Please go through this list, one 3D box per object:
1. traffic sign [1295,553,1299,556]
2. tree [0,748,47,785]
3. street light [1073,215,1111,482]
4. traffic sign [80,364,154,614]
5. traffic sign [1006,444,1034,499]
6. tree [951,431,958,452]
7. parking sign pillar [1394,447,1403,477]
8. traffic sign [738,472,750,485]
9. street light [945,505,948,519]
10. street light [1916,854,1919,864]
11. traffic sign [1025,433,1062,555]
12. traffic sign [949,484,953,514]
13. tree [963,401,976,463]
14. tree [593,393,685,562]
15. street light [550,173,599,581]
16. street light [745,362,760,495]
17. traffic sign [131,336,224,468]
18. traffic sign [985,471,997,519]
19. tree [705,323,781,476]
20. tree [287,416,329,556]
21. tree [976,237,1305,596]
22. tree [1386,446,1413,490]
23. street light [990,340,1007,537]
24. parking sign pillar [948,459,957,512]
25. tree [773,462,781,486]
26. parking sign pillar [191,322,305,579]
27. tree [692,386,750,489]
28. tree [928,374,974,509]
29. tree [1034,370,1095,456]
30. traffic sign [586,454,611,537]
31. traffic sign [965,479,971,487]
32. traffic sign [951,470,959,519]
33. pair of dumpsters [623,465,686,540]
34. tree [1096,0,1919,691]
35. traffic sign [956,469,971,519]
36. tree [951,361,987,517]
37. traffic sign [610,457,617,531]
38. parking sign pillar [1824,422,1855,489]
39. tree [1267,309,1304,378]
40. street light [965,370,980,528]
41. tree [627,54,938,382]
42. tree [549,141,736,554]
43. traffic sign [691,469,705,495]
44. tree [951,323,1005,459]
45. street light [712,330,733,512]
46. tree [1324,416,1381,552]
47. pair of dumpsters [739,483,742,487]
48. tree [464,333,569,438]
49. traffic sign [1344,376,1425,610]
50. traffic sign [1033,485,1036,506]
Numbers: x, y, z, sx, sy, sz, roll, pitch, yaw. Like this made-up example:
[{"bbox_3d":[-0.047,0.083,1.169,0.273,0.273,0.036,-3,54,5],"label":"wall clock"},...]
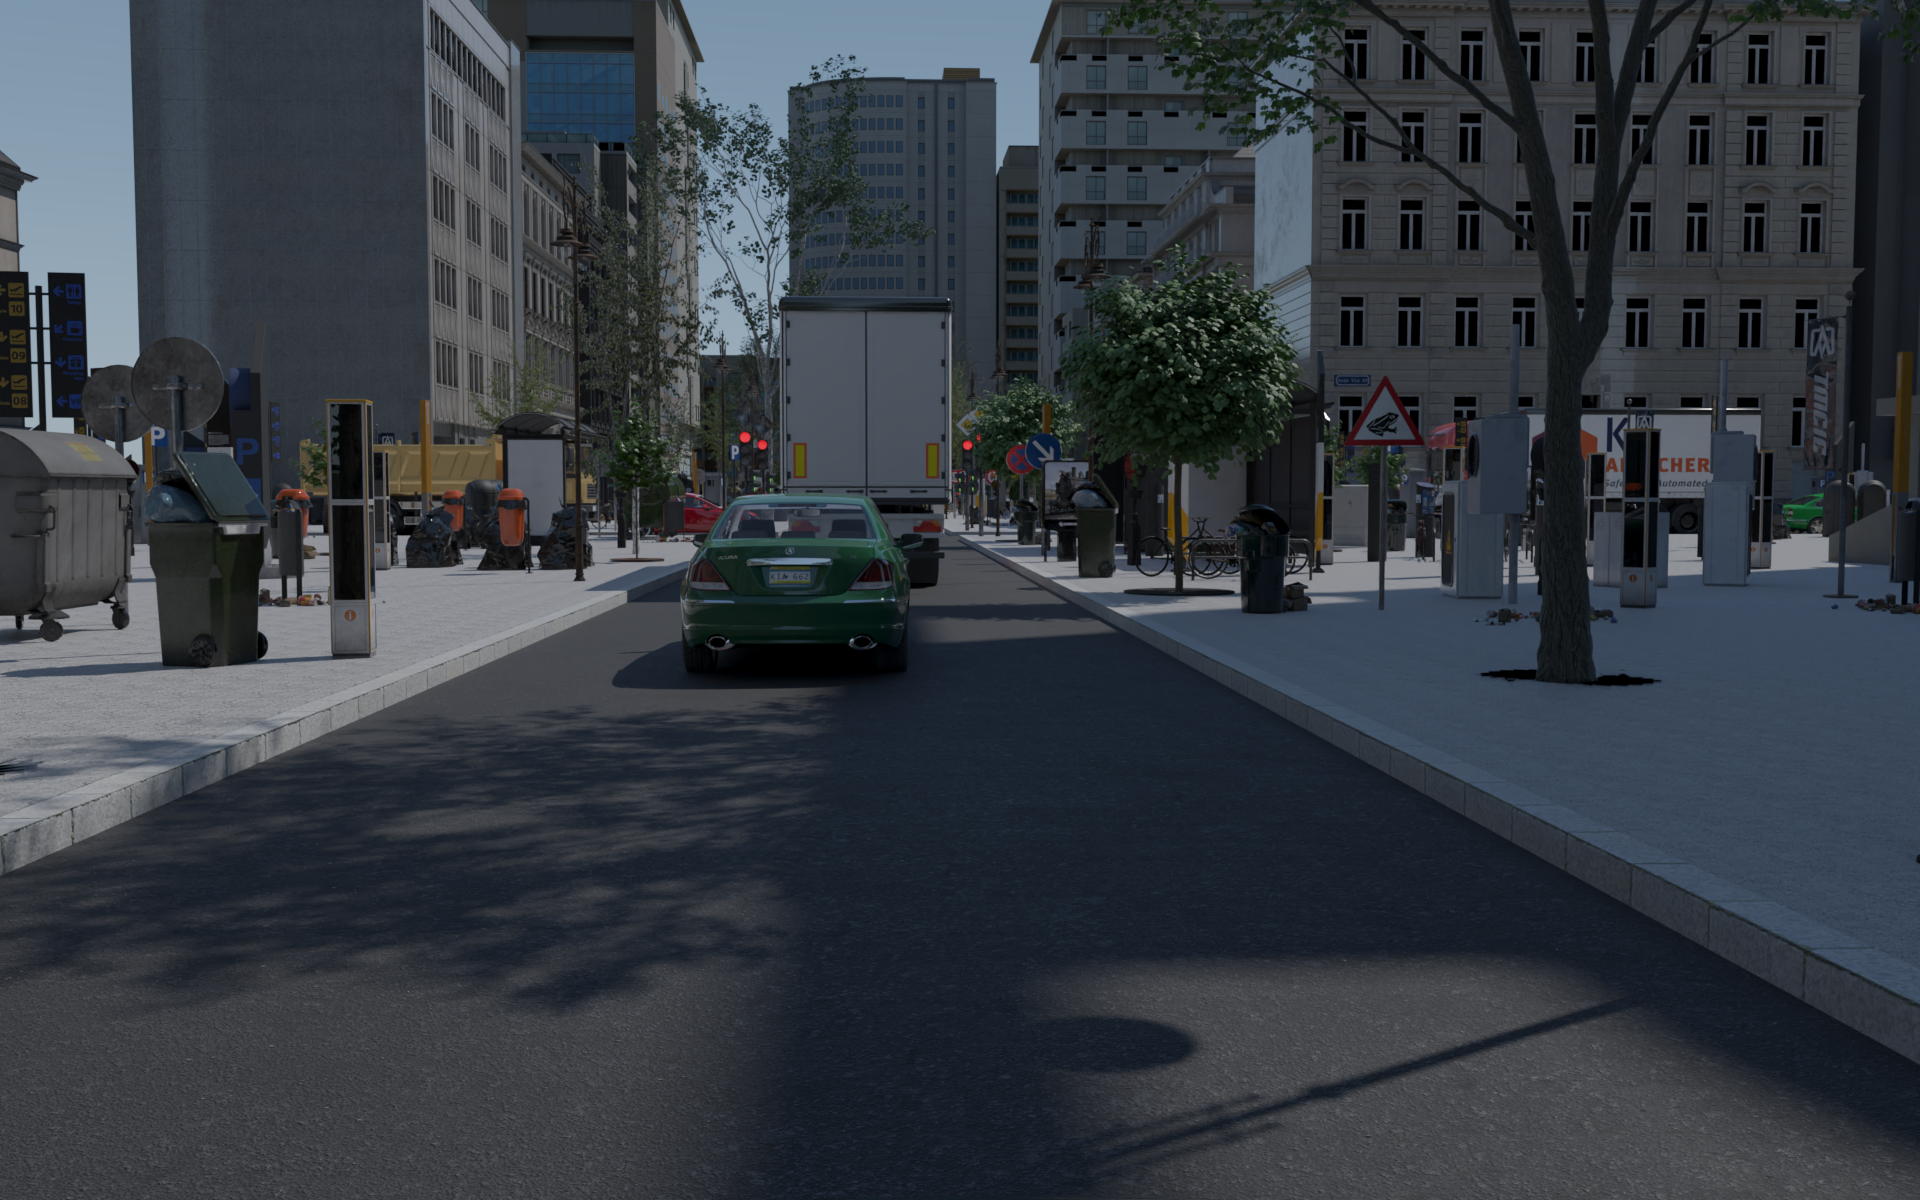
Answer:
[{"bbox_3d":[6.822,-2.131,34.942,0.768,2.556,0.104,0,4,-2],"label":"traffic sign"},{"bbox_3d":[-4.974,-5.002,7.536,9.928,11.665,9.643,0,3,0],"label":"tree"},{"bbox_3d":[2.200,-3.441,29.048,0.468,5.910,1.993,0,4,-3],"label":"street light"},{"bbox_3d":[-8.263,-1.036,17.051,0.768,2.556,0.104,0,4,-1],"label":"traffic sign"},{"bbox_3d":[1.574,-2.713,44.468,0.768,2.556,0.104,0,4,3],"label":"traffic sign"},{"bbox_3d":[-2.265,-11.088,131.658,4.360,8.622,3.978,0,3,0],"label":"tree"},{"bbox_3d":[17.070,-4.936,69.178,1.447,3.967,1.447,-2,4,-32],"label":"parking sign pillar"},{"bbox_3d":[-12.455,-6.109,99.991,0.768,2.556,0.104,0,4,-1],"label":"traffic sign"},{"bbox_3d":[-0.699,-7.084,88.610,0.468,5.910,1.993,0,4,-3],"label":"street light"},{"bbox_3d":[3.418,-2.021,5.825,0.468,5.910,1.993,0,4,-3],"label":"street light"},{"bbox_3d":[1.742,-2.208,36.203,0.768,2.556,0.104,0,4,1],"label":"traffic sign"},{"bbox_3d":[-0.663,-6.836,111.871,0.768,2.556,0.104,0,4,0],"label":"traffic sign"},{"bbox_3d":[1.756,-3.864,46.892,4.285,4.588,4.351,0,3,0],"label":"tree"},{"bbox_3d":[-6.241,-2.337,32.807,1.663,3.219,1.824,0,3,0],"label":"tree"},{"bbox_3d":[-5.607,-3.215,25.353,0.468,5.910,1.993,0,4,-3],"label":"street light"},{"bbox_3d":[-7.291,-5.387,60.864,0.468,5.910,1.993,0,4,-3],"label":"street light"},{"bbox_3d":[-6.332,-0.851,14.020,0.768,2.556,0.104,0,4,3],"label":"traffic sign"},{"bbox_3d":[1.706,-5.493,89.919,0.768,2.556,0.104,0,4,2],"label":"traffic sign"},{"bbox_3d":[-9.642,-9.755,93.905,8.767,10.594,7.601,0,4,-4],"label":"tree"},{"bbox_3d":[-12.973,-2.559,36.442,1.663,3.219,1.824,0,3,0],"label":"tree"},{"bbox_3d":[2.849,-2.366,22.398,4.285,4.588,4.351,0,3,0],"label":"tree"},{"bbox_3d":[10.794,-3.060,44.631,1.663,3.219,1.824,0,3,0],"label":"tree"},{"bbox_3d":[1.147,-4.857,52.196,0.468,5.910,1.993,0,4,-3],"label":"street light"},{"bbox_3d":[-0.930,-8.506,127.550,1.447,3.967,1.447,-2,4,-24],"label":"parking sign pillar"},{"bbox_3d":[-8.963,-5.712,87.996,1.663,3.219,1.824,0,3,0],"label":"tree"},{"bbox_3d":[-10.862,-2.328,26.540,1.447,3.967,1.447,-1,4,-17],"label":"parking sign pillar"},{"bbox_3d":[-16.176,-10.298,118.737,4.737,8.622,4.395,0,3,0],"label":"tree"},{"bbox_3d":[-2.150,-13.636,141.070,7.486,12.596,7.792,0,3,0],"label":"tree"},{"bbox_3d":[5.535,-9.316,102.685,4.360,8.622,3.978,0,3,0],"label":"tree"},{"bbox_3d":[-10.840,-3.173,51.986,0.768,2.556,0.104,0,4,-2],"label":"traffic sign"},{"bbox_3d":[0.625,-8.070,132.048,0.768,2.556,0.104,0,4,3],"label":"traffic sign"},{"bbox_3d":[-0.264,-5.540,90.692,0.768,2.556,0.104,0,4,5],"label":"traffic sign"},{"bbox_3d":[-8.993,-2.940,50.557,1.574,2.255,4.437,0,4,-3],"label":"pair of dumpsters"},{"bbox_3d":[4.223,-5.257,11.709,9.928,11.665,9.643,0,3,0],"label":"tree"},{"bbox_3d":[0.178,-5.356,87.673,0.768,2.556,0.104,0,4,3],"label":"traffic sign"},{"bbox_3d":[-0.150,-8.842,94.929,4.737,8.622,4.395,0,3,0],"label":"tree"},{"bbox_3d":[-11.871,-3.639,59.610,0.768,2.556,0.104,0,4,-2],"label":"traffic sign"},{"bbox_3d":[32.607,-4.635,64.255,1.447,3.967,1.447,-3,4,-37],"label":"parking sign pillar"},{"bbox_3d":[11.469,-7.213,68.289,4.737,8.622,4.395,0,3,0],"label":"tree"},{"bbox_3d":[0.454,-5.627,64.787,0.468,5.910,1.993,0,4,-3],"label":"street light"},{"bbox_3d":[-6.742,-13.306,73.449,12.611,20.169,13.585,0,3,0],"label":"tree"},{"bbox_3d":[-6.903,-5.297,36.965,4.360,8.622,3.978,0,3,0],"label":"tree"},{"bbox_3d":[-13.110,-5.308,86.890,0.768,2.556,0.104,0,4,-1],"label":"traffic sign"},{"bbox_3d":[-1.763,-12.851,120.485,12.009,13.543,11.850,0,3,0],"label":"tree"},{"bbox_3d":[-6.690,-4.660,48.978,0.468,5.910,1.993,0,4,-3],"label":"street light"},{"bbox_3d":[8.128,-2.692,38.613,1.663,3.219,1.824,0,3,0],"label":"tree"},{"bbox_3d":[-14.195,-6.834,114.233,1.574,2.255,4.437,0,4,-3],"label":"pair of dumpsters"},{"bbox_3d":[-19.944,-7.854,78.768,4.737,8.622,4.395,0,3,0],"label":"tree"},{"bbox_3d":[4.665,-1.168,19.100,0.884,2.594,0.081,0,4,2],"label":"traffic sign"},{"bbox_3d":[2.218,-3.142,51.484,0.768,2.556,0.104,0,4,5],"label":"traffic sign"}]
